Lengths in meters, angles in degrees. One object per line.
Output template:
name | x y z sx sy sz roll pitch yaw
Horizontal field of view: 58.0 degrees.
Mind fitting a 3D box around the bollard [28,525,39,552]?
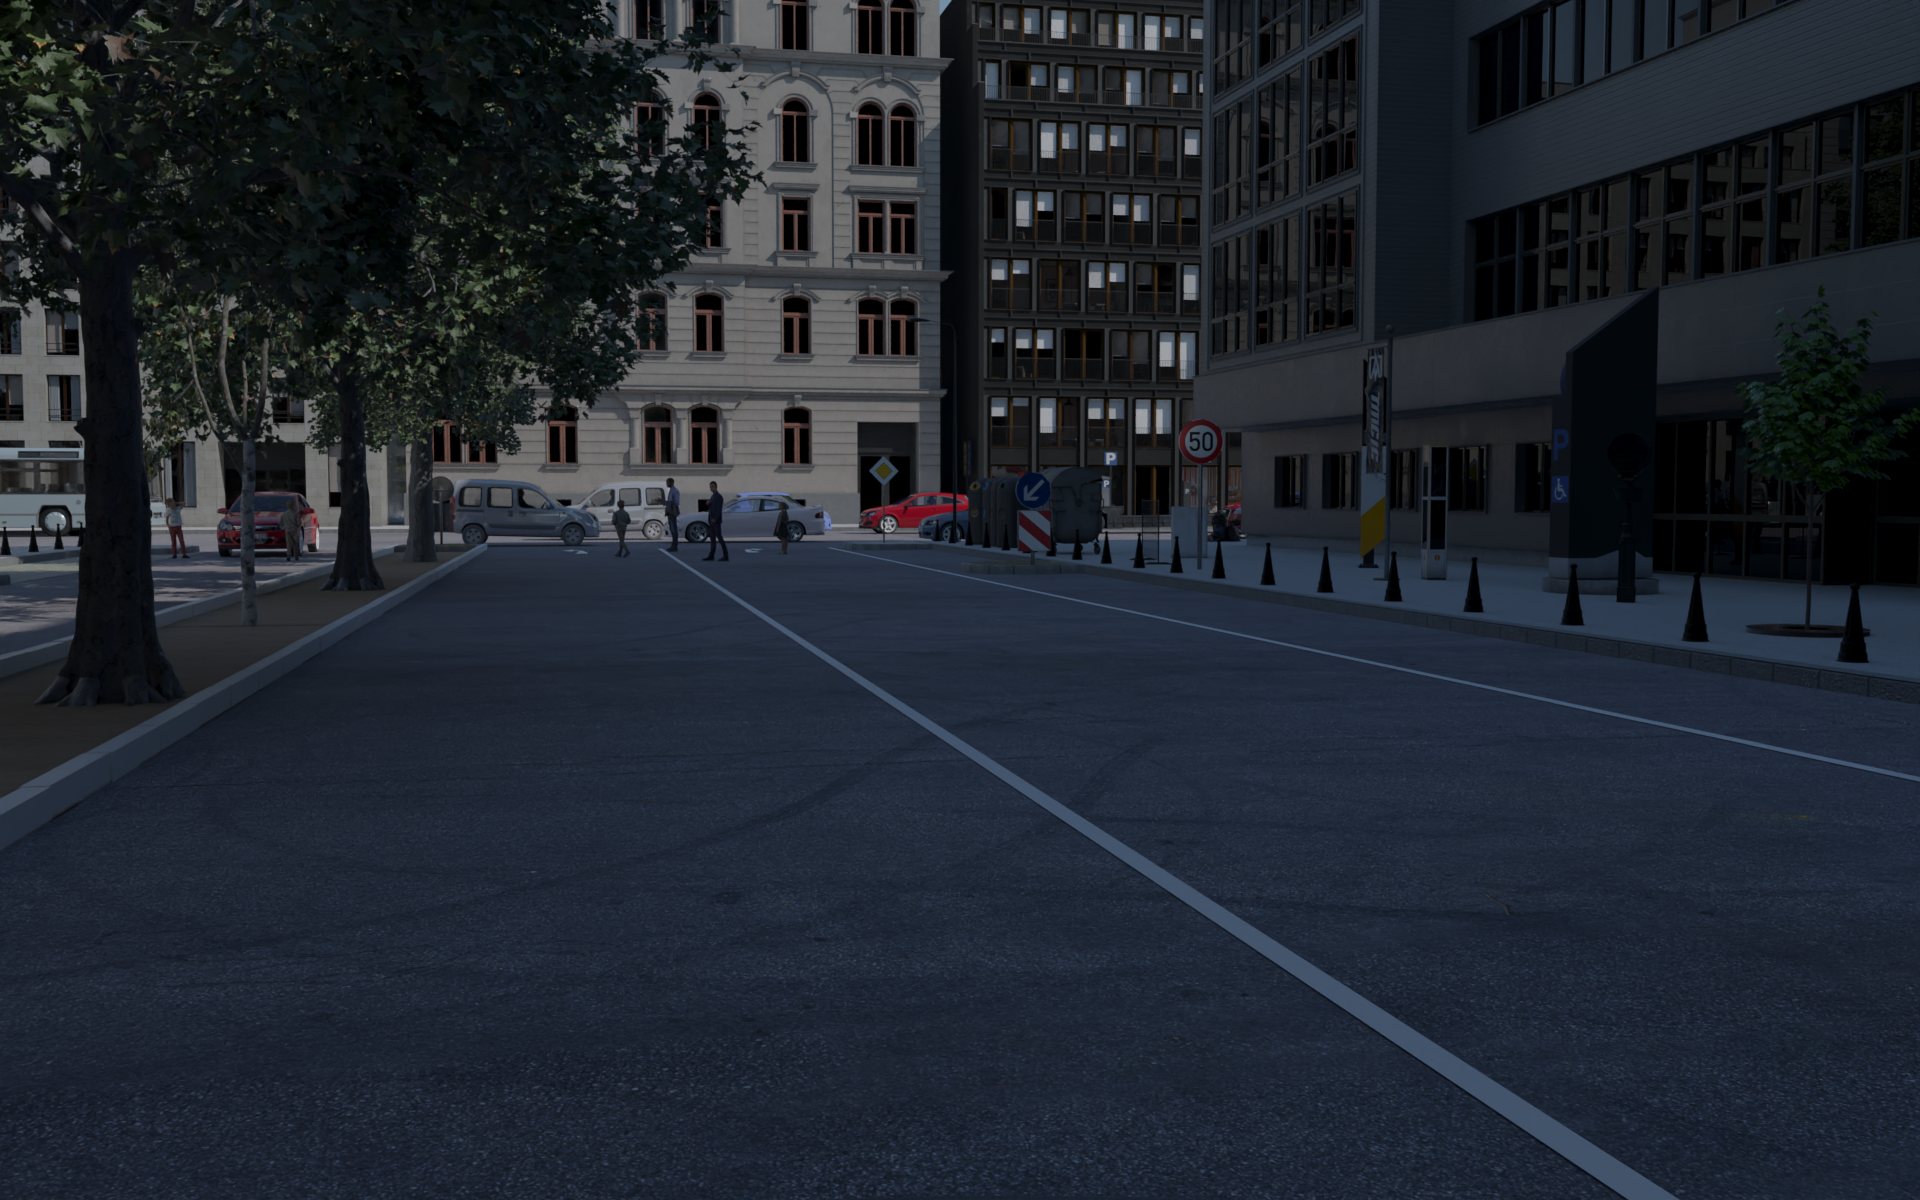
bollard | -20.471 -1.359 38.255 0.229 0.601 0.229 0 3 0

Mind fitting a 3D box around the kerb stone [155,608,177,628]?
kerb stone | -8.644 0.217 18.655 0.120 0.150 1.000 -1 4 -12

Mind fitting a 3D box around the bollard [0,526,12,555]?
bollard | -20.053 -1.244 36.374 0.229 0.601 0.229 0 3 0

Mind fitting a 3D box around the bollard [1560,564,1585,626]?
bollard | 6.005 -0.056 16.963 0.229 0.601 0.229 0 3 0

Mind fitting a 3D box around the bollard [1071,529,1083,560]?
bollard | 2.284 -1.083 33.754 0.229 0.601 0.229 0 3 0

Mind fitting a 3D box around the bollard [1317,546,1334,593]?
bollard | 4.762 -0.399 22.562 0.229 0.601 0.229 0 3 0

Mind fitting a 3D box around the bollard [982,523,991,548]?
bollard | 0.630 -1.540 41.214 0.229 0.601 0.229 0 3 0

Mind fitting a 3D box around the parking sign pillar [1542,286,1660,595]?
parking sign pillar | 8.369 -2.083 22.529 1.447 3.967 1.447 -1 4 -17

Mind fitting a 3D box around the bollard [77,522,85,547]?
bollard | -21.301 -1.588 42.001 0.229 0.601 0.229 0 3 0

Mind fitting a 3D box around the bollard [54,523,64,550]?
bollard | -20.883 -1.473 40.121 0.229 0.601 0.229 0 3 0

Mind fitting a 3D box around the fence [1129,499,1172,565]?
fence | 3.579 -1.307 32.577 0.480 1.192 2.264 0 4 -2

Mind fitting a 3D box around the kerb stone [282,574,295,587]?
kerb stone | -10.427 -0.274 26.679 0.120 0.150 1.000 -1 4 -12

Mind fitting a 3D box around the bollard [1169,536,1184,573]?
bollard | 3.523 -0.741 28.162 0.229 0.601 0.229 0 3 0

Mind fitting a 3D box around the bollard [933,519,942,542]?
bollard | -0.608 -1.883 46.823 0.229 0.601 0.229 0 3 0

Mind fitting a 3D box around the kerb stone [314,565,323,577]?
kerb stone | -11.094 -0.458 29.690 0.120 0.150 1.000 -1 4 -12

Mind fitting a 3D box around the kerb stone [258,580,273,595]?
kerb stone | -9.980 -0.147 24.670 0.120 0.150 1.000 -1 4 -12

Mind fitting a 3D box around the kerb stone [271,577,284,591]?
kerb stone | -10.205 -0.210 25.669 0.120 0.150 1.000 -1 4 -12

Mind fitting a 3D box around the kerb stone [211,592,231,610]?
kerb stone | -9.316 0.033 21.663 0.120 0.150 1.000 -1 4 -12

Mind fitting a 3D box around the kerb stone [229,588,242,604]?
kerb stone | -9.545 -0.026 22.662 0.120 0.150 1.000 -1 4 -12

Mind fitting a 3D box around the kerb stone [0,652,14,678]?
kerb stone | -7.538 0.524 13.635 0.120 0.150 1.000 -1 4 -12

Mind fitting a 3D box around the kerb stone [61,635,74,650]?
kerb stone | -7.987 0.402 15.644 0.120 0.150 1.000 -1 4 -12

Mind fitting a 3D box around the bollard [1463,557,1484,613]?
bollard | 5.587 -0.170 18.828 0.229 0.601 0.229 0 3 0

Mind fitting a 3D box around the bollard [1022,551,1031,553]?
bollard | 1.457 -1.312 37.486 0.229 0.601 0.229 0 3 0

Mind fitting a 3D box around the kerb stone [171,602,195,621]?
kerb stone | -8.879 0.156 19.652 0.120 0.150 1.000 -1 4 -12

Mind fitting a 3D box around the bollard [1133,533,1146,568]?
bollard | 3.108 -0.855 30.026 0.229 0.601 0.229 0 3 0

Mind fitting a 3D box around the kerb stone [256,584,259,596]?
kerb stone | -9.769 -0.090 23.666 0.120 0.150 1.000 -1 4 -12

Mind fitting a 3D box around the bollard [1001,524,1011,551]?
bollard | 1.044 -1.426 39.350 0.229 0.601 0.229 0 3 0

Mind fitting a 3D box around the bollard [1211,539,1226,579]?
bollard | 3.931 -0.627 26.298 0.229 0.601 0.229 0 3 0

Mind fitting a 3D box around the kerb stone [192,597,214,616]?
kerb stone | -9.096 0.094 20.656 0.120 0.150 1.000 -1 4 -12

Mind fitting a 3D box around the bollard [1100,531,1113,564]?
bollard | 2.697 -0.969 31.890 0.229 0.601 0.229 0 3 0

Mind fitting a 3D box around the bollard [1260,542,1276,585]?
bollard | 4.347 -0.513 24.430 0.229 0.601 0.229 0 3 0

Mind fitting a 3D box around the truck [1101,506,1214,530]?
truck | 10.951 -4.569 64.459 18.799 4.110 2.967 -1 4 -11

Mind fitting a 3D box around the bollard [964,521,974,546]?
bollard | 0.223 -1.654 43.085 0.229 0.601 0.229 0 3 0

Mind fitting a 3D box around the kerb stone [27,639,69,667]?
kerb stone | -7.764 0.469 14.635 0.120 0.150 1.000 -1 4 -12

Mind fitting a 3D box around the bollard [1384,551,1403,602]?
bollard | 5.180 -0.284 20.693 0.229 0.601 0.229 0 3 0

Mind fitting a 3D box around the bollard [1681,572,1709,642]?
bollard | 6.416 0.058 15.094 0.229 0.601 0.229 0 3 0

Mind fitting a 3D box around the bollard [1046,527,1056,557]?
bollard | 1.870 -1.197 35.617 0.229 0.601 0.229 0 3 0

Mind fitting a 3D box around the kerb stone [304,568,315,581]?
kerb stone | -10.873 -0.393 28.690 0.120 0.150 1.000 -1 4 -12

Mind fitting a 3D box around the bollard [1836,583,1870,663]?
bollard | 6.829 0.172 13.230 0.229 0.601 0.229 0 3 0

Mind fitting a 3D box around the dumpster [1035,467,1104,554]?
dumpster | 2.309 -1.935 37.396 1.264 1.857 1.865 -1 4 -13

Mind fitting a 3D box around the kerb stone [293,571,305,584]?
kerb stone | -10.654 -0.336 27.688 0.120 0.150 1.000 -1 4 -12

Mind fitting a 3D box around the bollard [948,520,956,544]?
bollard | -0.197 -1.769 44.959 0.229 0.601 0.229 0 3 0
